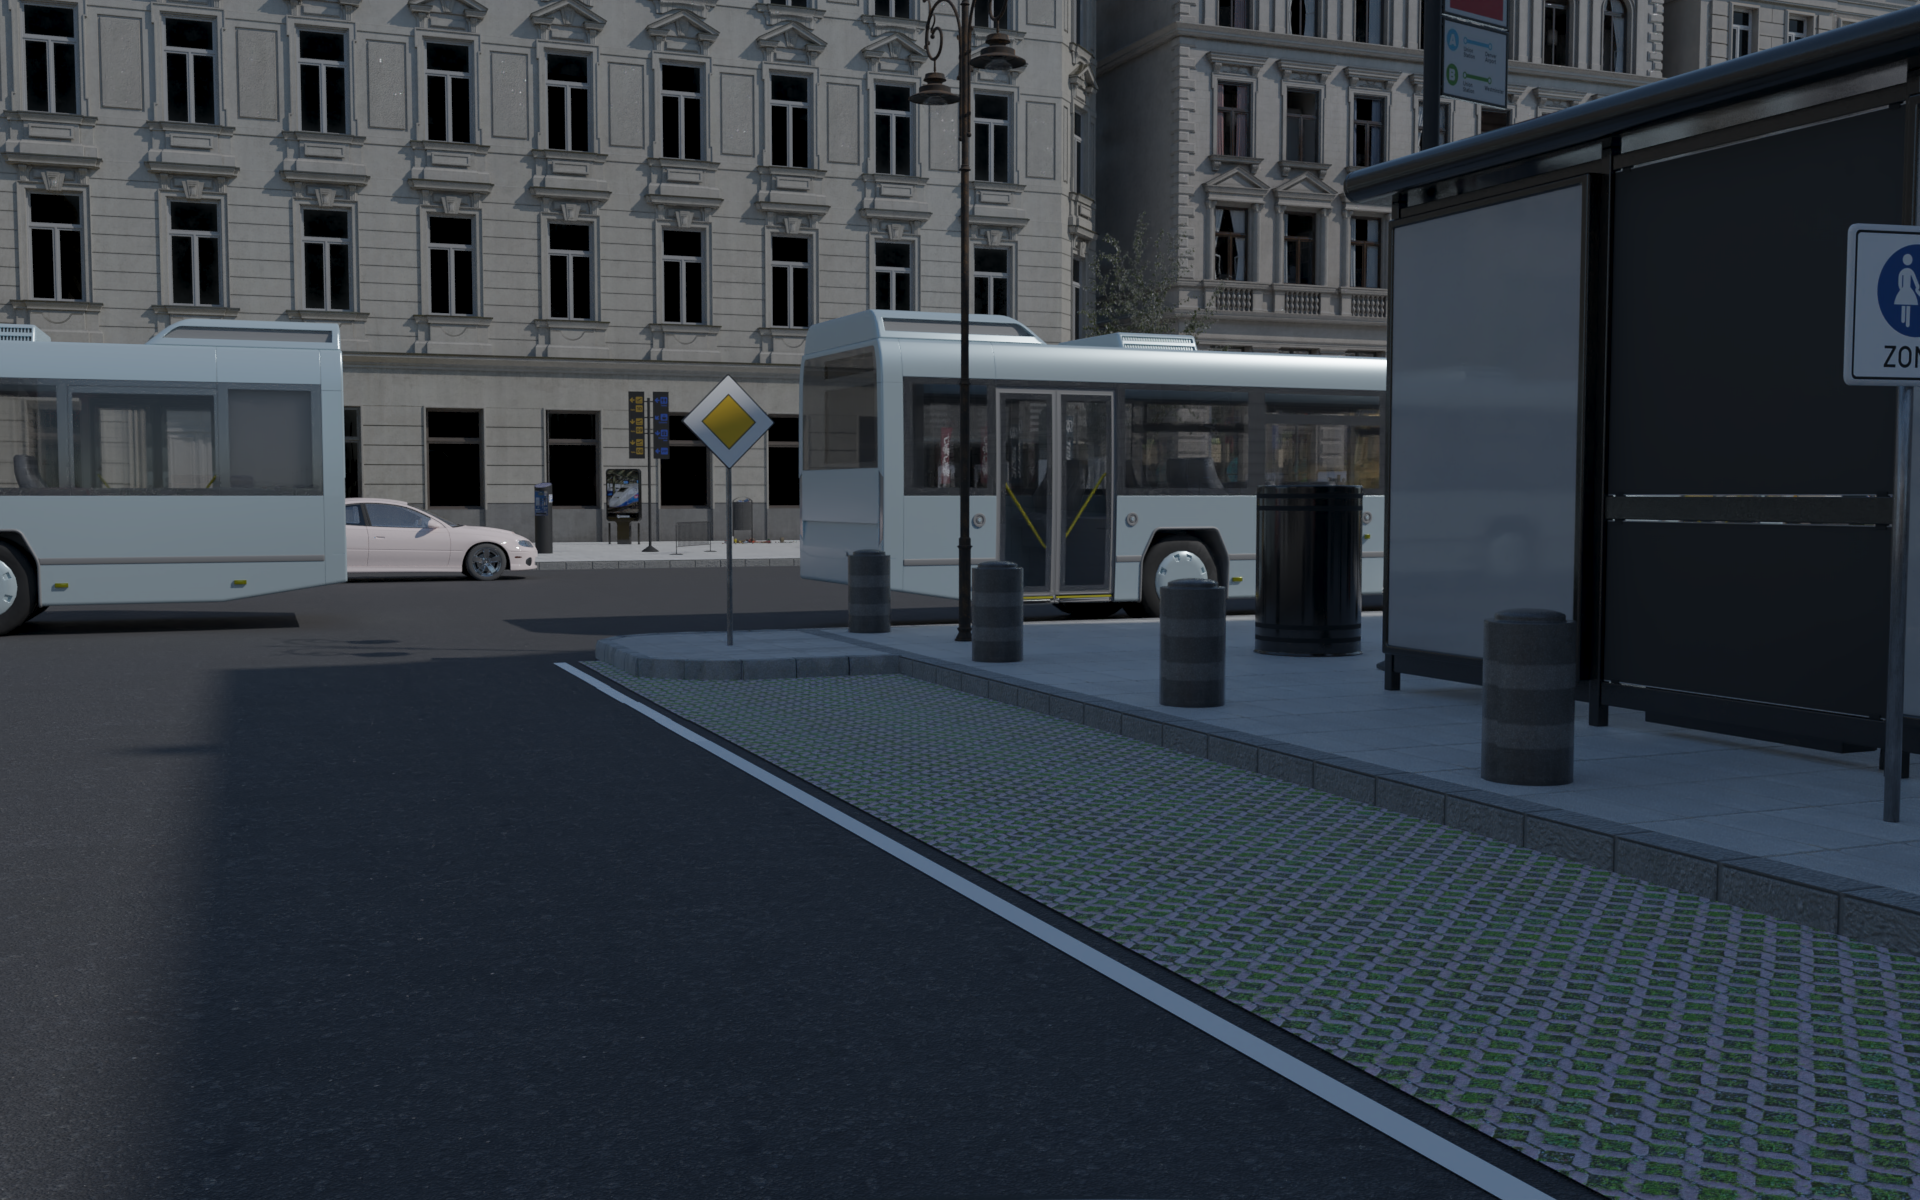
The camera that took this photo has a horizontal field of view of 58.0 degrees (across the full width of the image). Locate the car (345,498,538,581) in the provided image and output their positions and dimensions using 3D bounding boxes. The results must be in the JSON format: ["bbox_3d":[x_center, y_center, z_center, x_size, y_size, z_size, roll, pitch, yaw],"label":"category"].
[{"bbox_3d":[-9.498,-1.005,28.795,4.827,1.381,2.083,-1,4,-23],"label":"car"}]

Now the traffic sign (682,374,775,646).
[{"bbox_3d":[-1.952,-0.671,14.613,0.795,2.450,0.064,-1,4,-22],"label":"traffic sign"}]

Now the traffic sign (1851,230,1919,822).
[{"bbox_3d":[3.649,-0.280,6.713,0.606,2.300,0.079,-1,4,-14],"label":"traffic sign"}]

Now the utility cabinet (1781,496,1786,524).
[{"bbox_3d":[25.695,-2.788,54.265,0.318,1.500,1.173,2,4,29],"label":"utility cabinet"}]

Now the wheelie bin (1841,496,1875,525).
[{"bbox_3d":[24.234,-2.373,46.710,0.693,1.594,0.980,-2,4,-30],"label":"wheelie bin"}]

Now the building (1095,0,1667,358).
[{"bbox_3d":[13.346,-14.129,59.889,19.941,23.489,11.050,-1,4,-22],"label":"building"}]

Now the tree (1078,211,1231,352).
[{"bbox_3d":[5.027,-5.865,46.252,4.360,8.622,3.978,0,3,0],"label":"tree"}]

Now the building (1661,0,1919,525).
[{"bbox_3d":[34.113,-16.588,68.478,25.104,27.353,12.463,-1,4,-22],"label":"building"}]

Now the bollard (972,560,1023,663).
[{"bbox_3d":[0.288,0.084,13.336,0.404,0.777,0.398,0,3,0],"label":"bollard"}]

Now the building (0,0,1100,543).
[{"bbox_3d":[-17.776,-16.757,50.392,44.131,29.872,17.030,-1,4,-22],"label":"building"}]

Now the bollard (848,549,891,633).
[{"bbox_3d":[-0.843,-0.085,16.109,0.404,0.777,0.398,0,3,0],"label":"bollard"}]

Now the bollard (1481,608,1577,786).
[{"bbox_3d":[2.552,0.425,7.776,0.404,0.777,0.398,0,3,0],"label":"bollard"}]

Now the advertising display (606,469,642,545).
[{"bbox_3d":[-8.551,-2.376,44.069,0.974,1.923,0.123,1,4,19],"label":"advertising display"}]

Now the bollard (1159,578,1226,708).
[{"bbox_3d":[1.418,0.254,10.559,0.404,0.777,0.398,0,3,0],"label":"bollard"}]

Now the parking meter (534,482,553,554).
[{"bbox_3d":[-8.965,-1.766,37.283,0.372,1.533,0.369,0,3,0],"label":"parking meter"}]

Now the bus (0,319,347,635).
[{"bbox_3d":[-13.133,-1.358,17.064,13.247,3.499,2.948,-1,4,-22],"label":"bus"}]

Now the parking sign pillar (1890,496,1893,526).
[{"bbox_3d":[29.800,-4.011,54.050,1.447,3.967,1.447,1,4,17],"label":"parking sign pillar"}]

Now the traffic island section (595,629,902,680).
[{"bbox_3d":[-1.933,0.464,14.699,2.009,0.180,2.903,-1,4,-22],"label":"traffic island section"}]

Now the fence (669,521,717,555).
[{"bbox_3d":[-5.769,-1.354,37.515,0.278,0.683,2.069,1,4,13],"label":"fence"}]

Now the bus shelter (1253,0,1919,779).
[{"bbox_3d":[4.060,-1.988,10.137,2.179,5.291,8.768,-1,4,-22],"label":"bus shelter"}]

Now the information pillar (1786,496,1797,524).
[{"bbox_3d":[28.610,-4.182,59.737,0.504,3.616,0.183,0,4,-1],"label":"information pillar"}]

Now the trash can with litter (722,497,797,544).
[{"bbox_3d":[-5.263,-2.087,45.188,2.233,1.210,1.678,-1,4,-22],"label":"trash can with litter"}]

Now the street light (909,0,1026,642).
[{"bbox_3d":[0.042,-2.579,14.957,0.468,5.910,1.993,-1,4,-22],"label":"street light"}]

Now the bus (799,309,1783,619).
[{"bbox_3d":[4.771,-1.584,20.765,13.247,3.499,2.948,-2,4,-24],"label":"bus"}]

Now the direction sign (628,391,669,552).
[{"bbox_3d":[-6.870,-2.832,38.299,0.876,3.537,0.379,-1,4,-11],"label":"direction sign"}]
